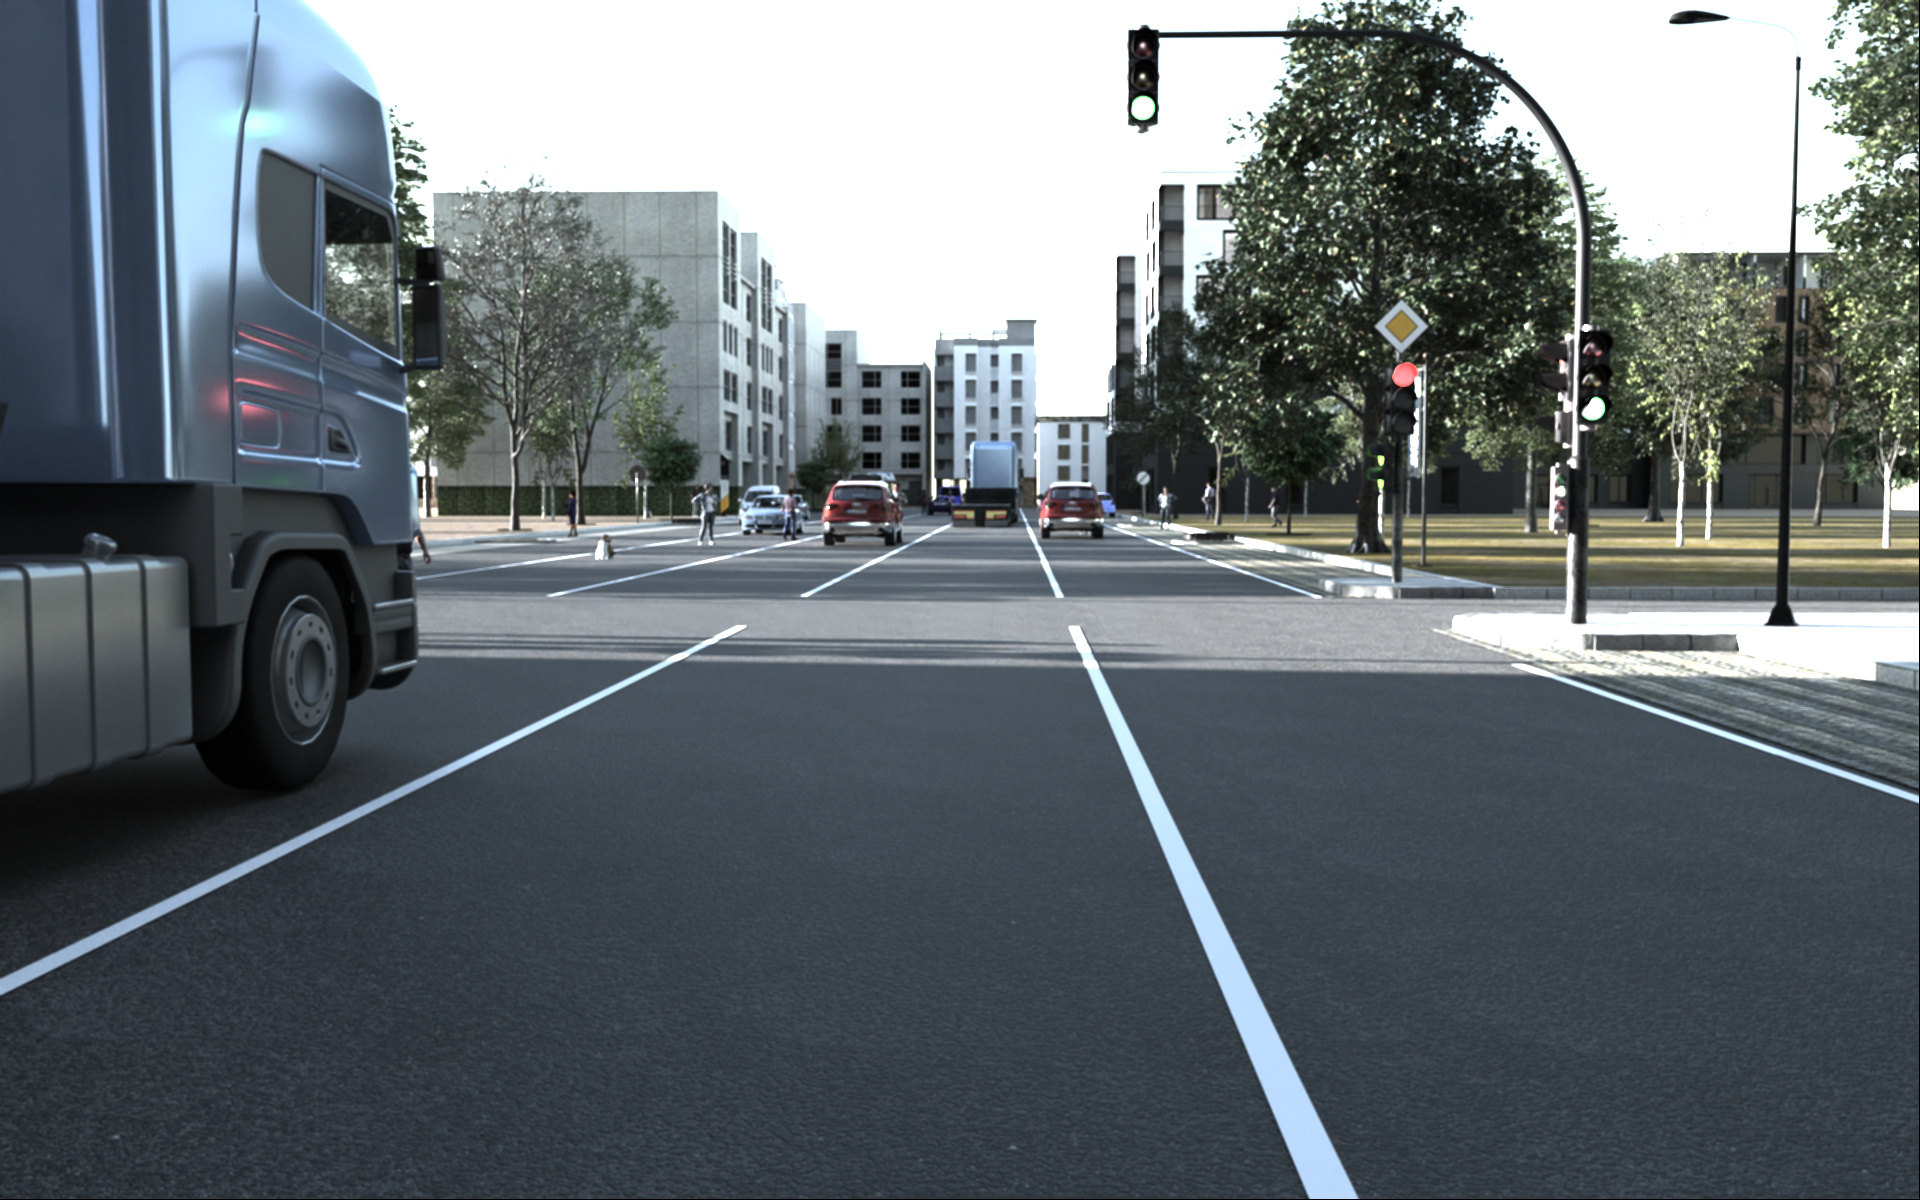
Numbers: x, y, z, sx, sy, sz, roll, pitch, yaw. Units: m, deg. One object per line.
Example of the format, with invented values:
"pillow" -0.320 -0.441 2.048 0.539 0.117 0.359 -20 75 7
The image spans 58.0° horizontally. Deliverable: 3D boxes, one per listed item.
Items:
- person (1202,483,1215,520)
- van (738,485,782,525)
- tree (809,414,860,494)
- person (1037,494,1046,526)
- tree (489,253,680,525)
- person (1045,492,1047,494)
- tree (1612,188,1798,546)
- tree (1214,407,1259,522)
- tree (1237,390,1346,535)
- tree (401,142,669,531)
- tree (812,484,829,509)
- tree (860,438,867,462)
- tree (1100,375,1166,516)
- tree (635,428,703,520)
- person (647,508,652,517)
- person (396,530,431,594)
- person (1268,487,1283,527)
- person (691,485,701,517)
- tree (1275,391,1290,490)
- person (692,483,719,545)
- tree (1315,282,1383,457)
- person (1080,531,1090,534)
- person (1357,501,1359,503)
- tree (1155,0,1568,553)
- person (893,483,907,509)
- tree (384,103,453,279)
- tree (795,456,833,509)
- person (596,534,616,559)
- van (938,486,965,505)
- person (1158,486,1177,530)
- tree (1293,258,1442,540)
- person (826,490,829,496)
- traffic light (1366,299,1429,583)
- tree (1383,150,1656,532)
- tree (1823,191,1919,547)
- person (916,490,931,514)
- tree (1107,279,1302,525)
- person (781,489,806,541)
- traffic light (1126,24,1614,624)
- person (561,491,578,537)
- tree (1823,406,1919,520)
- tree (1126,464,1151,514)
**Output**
"person" 12.072 -4.796 84.328 0.709 1.838 0.599 -3 4 -36
"van" -9.349 -4.563 81.621 2.013 2.044 4.112 0 4 2
"tree" -12.034 -12.813 159.856 4.737 8.622 4.395 0 3 0
"person" 3.107 -3.184 63.791 0.421 1.427 0.697 -1 4 -14
"tree" -15.794 -8.964 72.322 9.928 11.665 9.643 0 3 0
"person" 3.984 -4.276 80.629 0.499 1.552 0.429 1 4 23
"tree" 18.078 -5.643 42.623 4.360 8.622 3.978 0 3 0
"tree" 13.345 -7.942 80.222 4.737 8.622 4.395 0 3 0
"tree" 10.390 -4.328 54.473 4.285 4.588 4.351 0 3 0
"tree" -15.477 -9.171 60.315 12.009 13.543 11.850 0 3 0
"tree" -12.630 -9.670 152.708 1.663 3.219 1.824 0 3 0
"tree" -11.498 -13.516 171.354 4.737 8.622 4.395 0 3 0
"tree" 10.645 -9.249 101.585 4.360 8.622 3.978 0 3 0
"tree" -14.458 -6.267 86.186 4.285 4.588 4.351 0 3 0
"person" -16.969 -4.765 94.423 0.357 0.543 0.381 0 4 -3
"person" -5.709 -0.428 17.709 0.569 1.553 0.471 -1 4 -18
"person" 12.242 -3.602 67.149 0.569 1.553 0.471 -3 5 -42
"person" -14.645 -5.501 96.115 0.598 1.807 0.434 -3 4 -36
"tree" 18.976 -8.855 95.134 4.360 8.622 3.978 0 3 0
"person" -7.162 -2.443 49.163 0.841 1.734 0.376 -2 4 -31
"tree" 20.773 -10.040 82.288 7.486 12.596 7.792 0 3 0
"person" 4.381 -2.997 61.405 0.435 1.345 0.340 -2 4 -23
"person" 14.145 -3.092 59.786 0.799 1.438 0.628 0 4 -1
"tree" 9.098 -7.383 37.727 9.611 12.733 9.660 0 3 0
"person" -2.229 -3.089 59.152 0.875 1.805 0.789 1 4 21
"tree" -16.098 -7.658 43.337 7.486 12.596 7.792 0 3 0
"tree" -12.419 -10.012 147.403 4.285 4.588 4.351 0 3 0
"person" -7.816 -1.174 38.171 0.381 0.543 0.357 1 4 16
"van" -0.715 -8.215 138.699 2.240 2.365 5.245 0 4 1
"person" 8.117 -3.609 68.235 0.841 1.734 0.376 3 4 36
"tree" 11.312 -5.883 46.542 4.360 8.622 3.978 0 3 0
"person" -13.775 -10.568 181.224 1.348 1.831 0.705 2 4 31
"traffic light" 6.330 -2.211 25.068 0.839 4.253 0.868 0 4 2
"tree" 19.280 -8.509 57.248 7.486 12.596 7.792 0 3 0
"tree" 22.424 -5.566 41.372 4.737 8.622 4.395 0 3 0
"person" -2.568 -6.964 123.043 1.217 1.739 0.721 -2 4 -24
"tree" 11.048 -8.406 71.848 7.601 10.594 8.767 -2 4 -27
"person" -5.211 -2.629 53.439 0.963 1.587 0.435 2 4 26
"traffic light" 3.990 -2.590 17.009 4.771 5.953 1.251 0 4 2
"person" -13.019 -2.863 57.682 0.546 1.535 0.453 -1 4 -9
"tree" 52.527 -7.259 81.583 20.602 7.101 11.467 1 4 10
"tree" 11.371 -7.106 110.780 1.663 3.219 1.824 0 3 0
